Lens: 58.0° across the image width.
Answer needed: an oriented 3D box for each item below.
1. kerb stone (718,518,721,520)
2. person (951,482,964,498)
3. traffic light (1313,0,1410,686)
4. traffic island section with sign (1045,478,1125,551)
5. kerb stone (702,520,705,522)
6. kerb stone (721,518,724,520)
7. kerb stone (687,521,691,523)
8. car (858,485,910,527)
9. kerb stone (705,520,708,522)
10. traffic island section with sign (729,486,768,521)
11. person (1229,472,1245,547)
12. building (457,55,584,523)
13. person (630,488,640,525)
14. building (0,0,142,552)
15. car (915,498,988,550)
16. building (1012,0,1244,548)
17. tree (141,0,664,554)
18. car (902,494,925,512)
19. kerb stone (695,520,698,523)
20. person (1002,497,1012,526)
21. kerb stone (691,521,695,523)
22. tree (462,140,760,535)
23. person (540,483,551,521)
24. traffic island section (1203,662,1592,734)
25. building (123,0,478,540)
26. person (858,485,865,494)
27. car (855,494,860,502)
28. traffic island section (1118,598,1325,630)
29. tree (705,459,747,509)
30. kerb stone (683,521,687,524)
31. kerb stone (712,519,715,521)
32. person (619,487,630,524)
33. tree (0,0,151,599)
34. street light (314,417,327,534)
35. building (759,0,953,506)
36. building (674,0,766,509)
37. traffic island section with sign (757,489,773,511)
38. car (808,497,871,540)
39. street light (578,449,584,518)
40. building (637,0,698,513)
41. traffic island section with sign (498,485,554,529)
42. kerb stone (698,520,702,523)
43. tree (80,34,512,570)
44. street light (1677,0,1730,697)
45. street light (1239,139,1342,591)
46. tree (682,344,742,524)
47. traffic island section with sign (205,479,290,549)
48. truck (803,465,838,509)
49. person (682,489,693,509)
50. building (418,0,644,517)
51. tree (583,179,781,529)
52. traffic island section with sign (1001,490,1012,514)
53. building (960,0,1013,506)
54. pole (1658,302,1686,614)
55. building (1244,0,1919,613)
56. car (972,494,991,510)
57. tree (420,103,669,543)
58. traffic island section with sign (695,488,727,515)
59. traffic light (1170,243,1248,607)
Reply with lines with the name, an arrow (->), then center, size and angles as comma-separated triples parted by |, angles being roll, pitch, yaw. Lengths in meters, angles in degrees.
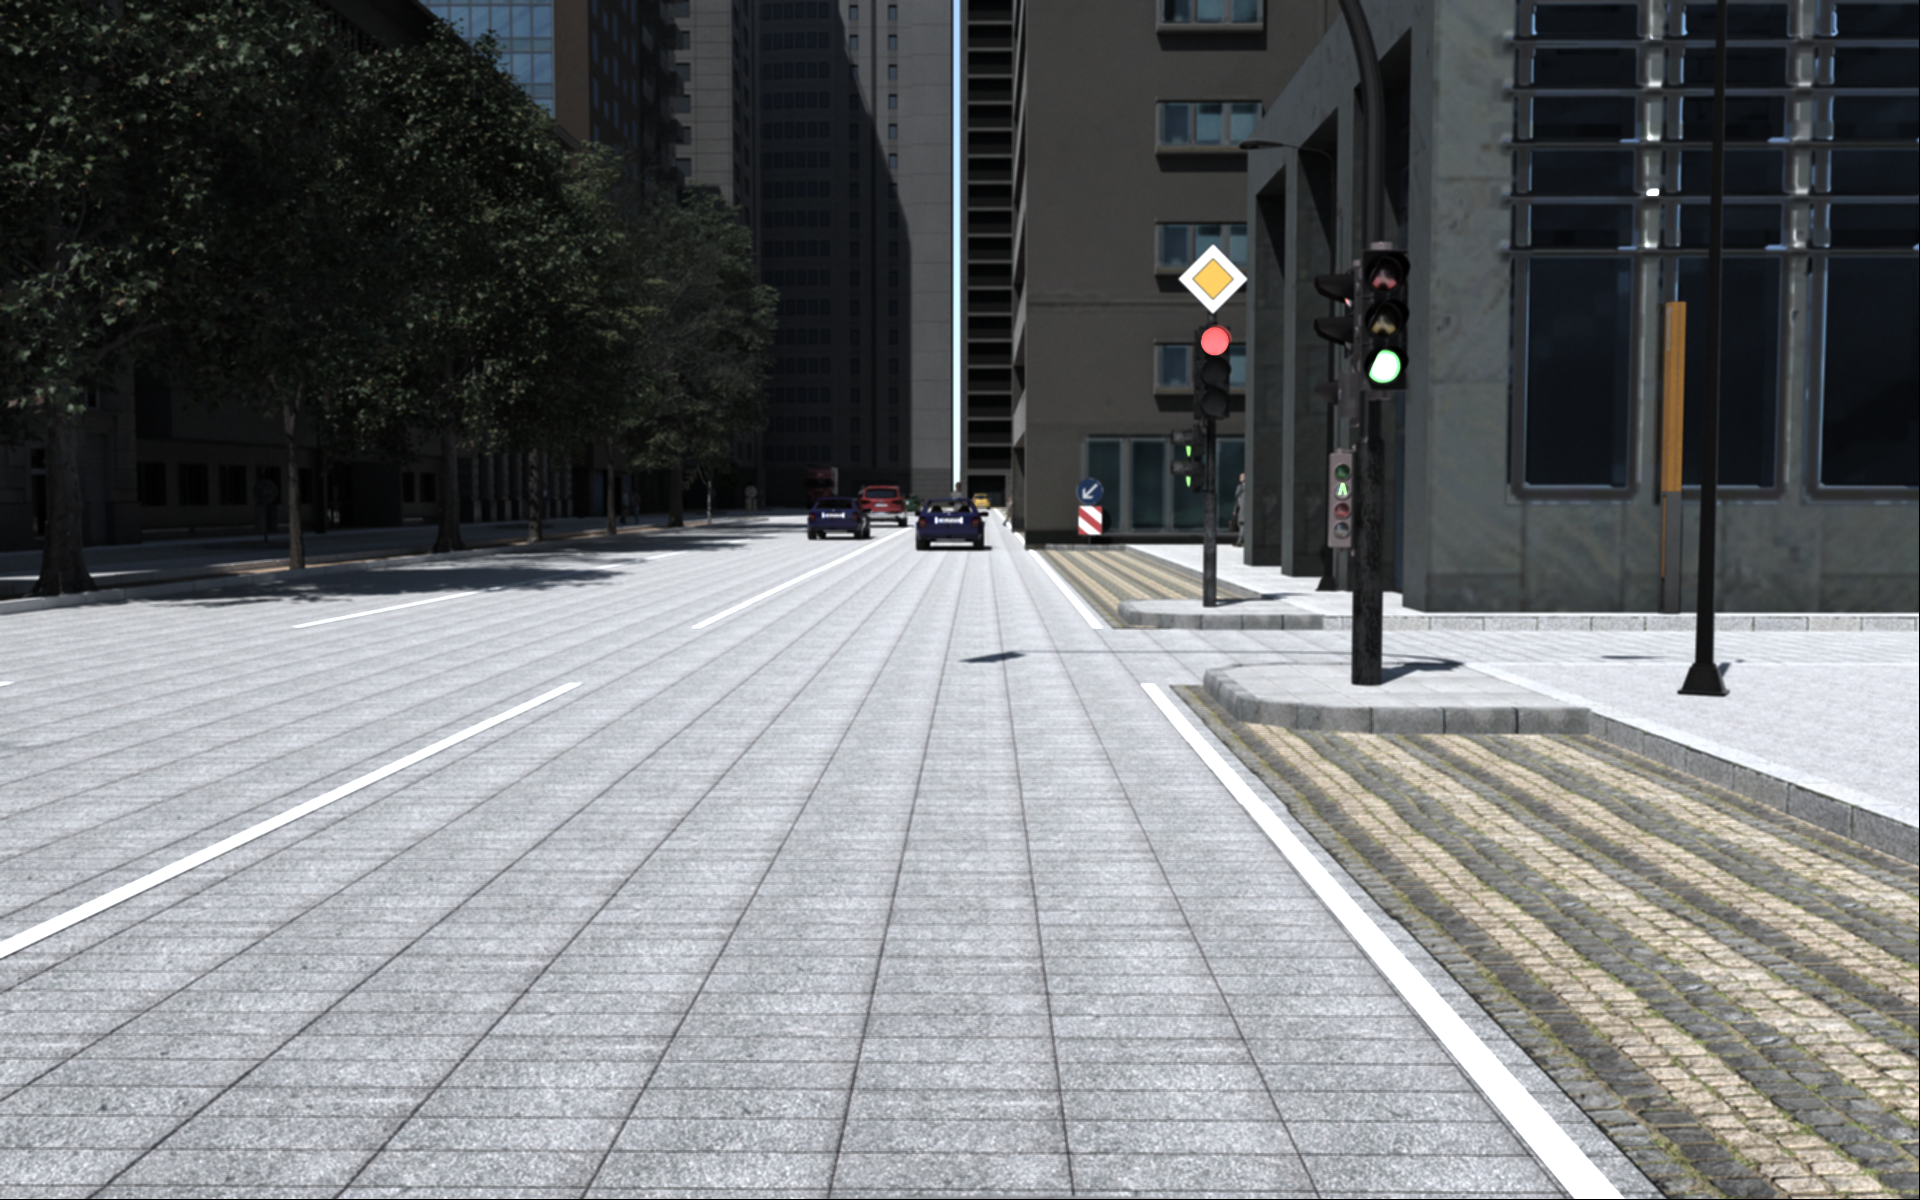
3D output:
kerb stone -> -12.628, -4.124, 89.623 | 0.120, 0.150, 1.000 | 0, 4, 1
person -> -0.009, -2.627, 51.729 | 0.520, 1.790, 0.573 | 2, 4, 24
traffic light -> 0.625, -2.252, 11.482 | 4.771, 5.953, 1.251 | 0, 4, 1
traffic island section with sign -> 3.171, -2.185, 44.357 | 1.989, 1.847, 2.006 | 0, 4, 1
kerb stone -> -12.699, -3.811, 84.498 | 0.120, 0.150, 1.000 | 0, 4, 1
kerb stone -> -12.618, -4.184, 90.648 | 0.120, 0.150, 1.000 | 0, 4, 1
kerb stone -> -12.743, -3.559, 80.382 | 0.120, 0.150, 1.000 | 0, 4, 1
car -> -3.375, -4.138, 76.326 | 2.281, 1.827, 5.304 | 0, 4, 0
kerb stone -> -12.680, -3.872, 85.520 | 0.120, 0.150, 1.000 | 0, 4, 1
traffic island section with sign -> -11.510, -5.293, 94.683 | 2.006, 1.907, 1.989 | 0, 4, 1
person -> 6.846, -2.200, 42.120 | 0.767, 1.812, 0.694 | -2, 4, -33
building -> -26.018, -15.643, 84.638 | 11.050, 23.489, 19.941 | 0, 4, 1
person -> -14.809, -4.269, 79.135 | 0.563, 1.720, 0.643 | 3, 5, 42
building -> -26.770, -14.330, 31.565 | 12.463, 27.353, 25.104 | 0, 4, 1
car -> -0.231, -2.006, 45.380 | 1.945, 1.354, 3.894 | 0, 4, 1
building -> 12.455, -26.260, 53.051 | 21.300, 48.544, 21.600 | 0, 4, 1
tree -> -12.292, -7.464, 41.495 | 9.611, 12.733, 9.660 | 0, 3, 0
car -> -3.570, -6.649, 120.501 | 2.131, 1.459, 4.920 | 0, 4, 2
kerb stone -> -12.733, -3.684, 82.436 | 0.120, 0.150, 1.000 | 0, 4, 1
person -> 2.185, -3.913, 76.751 | 0.640, 1.303, 0.475 | -1, 4, -21
kerb stone -> -12.724, -3.622, 81.414 | 0.120, 0.150, 1.000 | 0, 4, 1
tree -> -12.141, -8.997, 59.931 | 12.009, 13.543, 11.850 | 0, 3, 0
person -> -19.989, -4.726, 83.329 | 0.581, 1.822, 0.654 | 0, 4, -8
traffic island section -> 2.758, 0.647, 11.710 | 2.009, 0.180, 2.903 | 0, 4, 1
building -> -27.997, -14.716, 59.671 | 14.314, 24.678, 30.058 | 0, 4, 1
person -> -4.515, -4.503, 81.924 | 0.447, 1.846, 0.655 | 1, 4, 21
car -> -8.440, -8.829, 153.393 | 2.155, 1.783, 4.494 | 0, 4, 1
traffic island section -> 2.859, 0.158, 19.695 | 2.009, 0.180, 2.903 | 0, 4, 1
tree -> -19.627, -9.878, 145.224 | 4.285, 4.588, 4.351 | 0, 3, 0
kerb stone -> -12.760, -3.496, 79.360 | 0.120, 0.150, 1.000 | 0, 4, 1
kerb stone -> -12.657, -3.998, 87.568 | 0.120, 0.150, 1.000 | 0, 4, 1
person -> -15.915, -4.470, 82.067 | 0.515, 1.767, 0.782 | -1, 4, -10
tree -> -12.349, -6.372, 23.649 | 9.611, 12.733, 9.660 | 0, 3, 0
street light -> -20.100, -5.087, 55.714 | 1.470, 5.913, 1.316 | 0, 4, 1
building -> -14.776, -39.521, 188.168 | 28.212, 58.520, 21.231 | 0, 4, 1
building -> -29.751, -44.145, 160.020 | 20.611, 71.187, 20.563 | 0, 4, 1
traffic island section with sign -> -17.118, -8.566, 148.678 | 1.989, 1.847, 2.006 | 0, 4, 1
car -> -3.863, -2.636, 55.684 | 1.945, 1.354, 3.894 | 0, 4, 2
street light -> -19.528, -7.283, 91.613 | 1.470, 5.913, 1.316 | 0, 4, 1
building -> -32.149, -30.847, 123.955 | 23.786, 49.044, 30.456 | 0, 4, 1
traffic island section with sign -> -18.087, -3.902, 72.418 | 1.989, 1.847, 2.006 | 0, 4, 1
kerb stone -> -12.715, -3.743, 83.468 | 0.120, 0.150, 1.000 | 0, 4, 1
tree -> -12.356, -5.843, 32.404 | 8.767, 10.594, 7.601 | 0, 4, 1
street light -> 4.244, -2.351, 10.978 | 1.470, 5.913, 1.316 | 0, 4, 1
street light -> 4.348, -3.075, 22.820 | 1.470, 5.913, 1.316 | 0, 4, 1
tree -> -11.511, -7.746, 79.468 | 4.360, 8.622, 3.978 | 0, 3, 0
traffic island section with sign -> -18.428, -2.253, 45.465 | 1.989, 1.847, 2.006 | 0, 4, 1
truck -> -13.298, -10.875, 166.725 | 2.839, 4.237, 11.283 | 0, 4, -1
person -> -22.954, -8.463, 144.542 | 1.348, 1.807, 0.705 | 1, 4, 14
building -> -27.056, -27.621, 101.716 | 14.600, 45.320, 14.200 | 0, 4, 1
tree -> -11.715, -9.897, 70.925 | 9.857, 13.997, 8.962 | 0, 3, 0
traffic island section with sign -> 4.508, -8.559, 148.560 | 1.989, 1.847, 2.006 | 0, 4, 1
building -> 10.414, -45.793, 186.961 | 20.611, 71.187, 20.563 | 0, 4, 1
pole -> 7.602, -1.507, 18.490 | 0.158, 3.312, 0.155 | 0, 3, 0
building -> 20.668, -43.692, 27.033 | 31.000, 86.520, 22.319 | 0, 4, 1
car -> 1.908, -9.206, 160.746 | 2.015, 1.641, 3.980 | 0, 4, -1
tree -> -12.384, -7.923, 50.133 | 7.486, 12.596, 7.792 | 0, 3, 0
traffic island section with sign -> -17.461, -6.917, 121.725 | 1.989, 1.847, 2.006 | 0, 4, 1
traffic light -> 2.819, -1.875, 19.581 | 0.839, 4.253, 0.868 | 0, 4, 1
